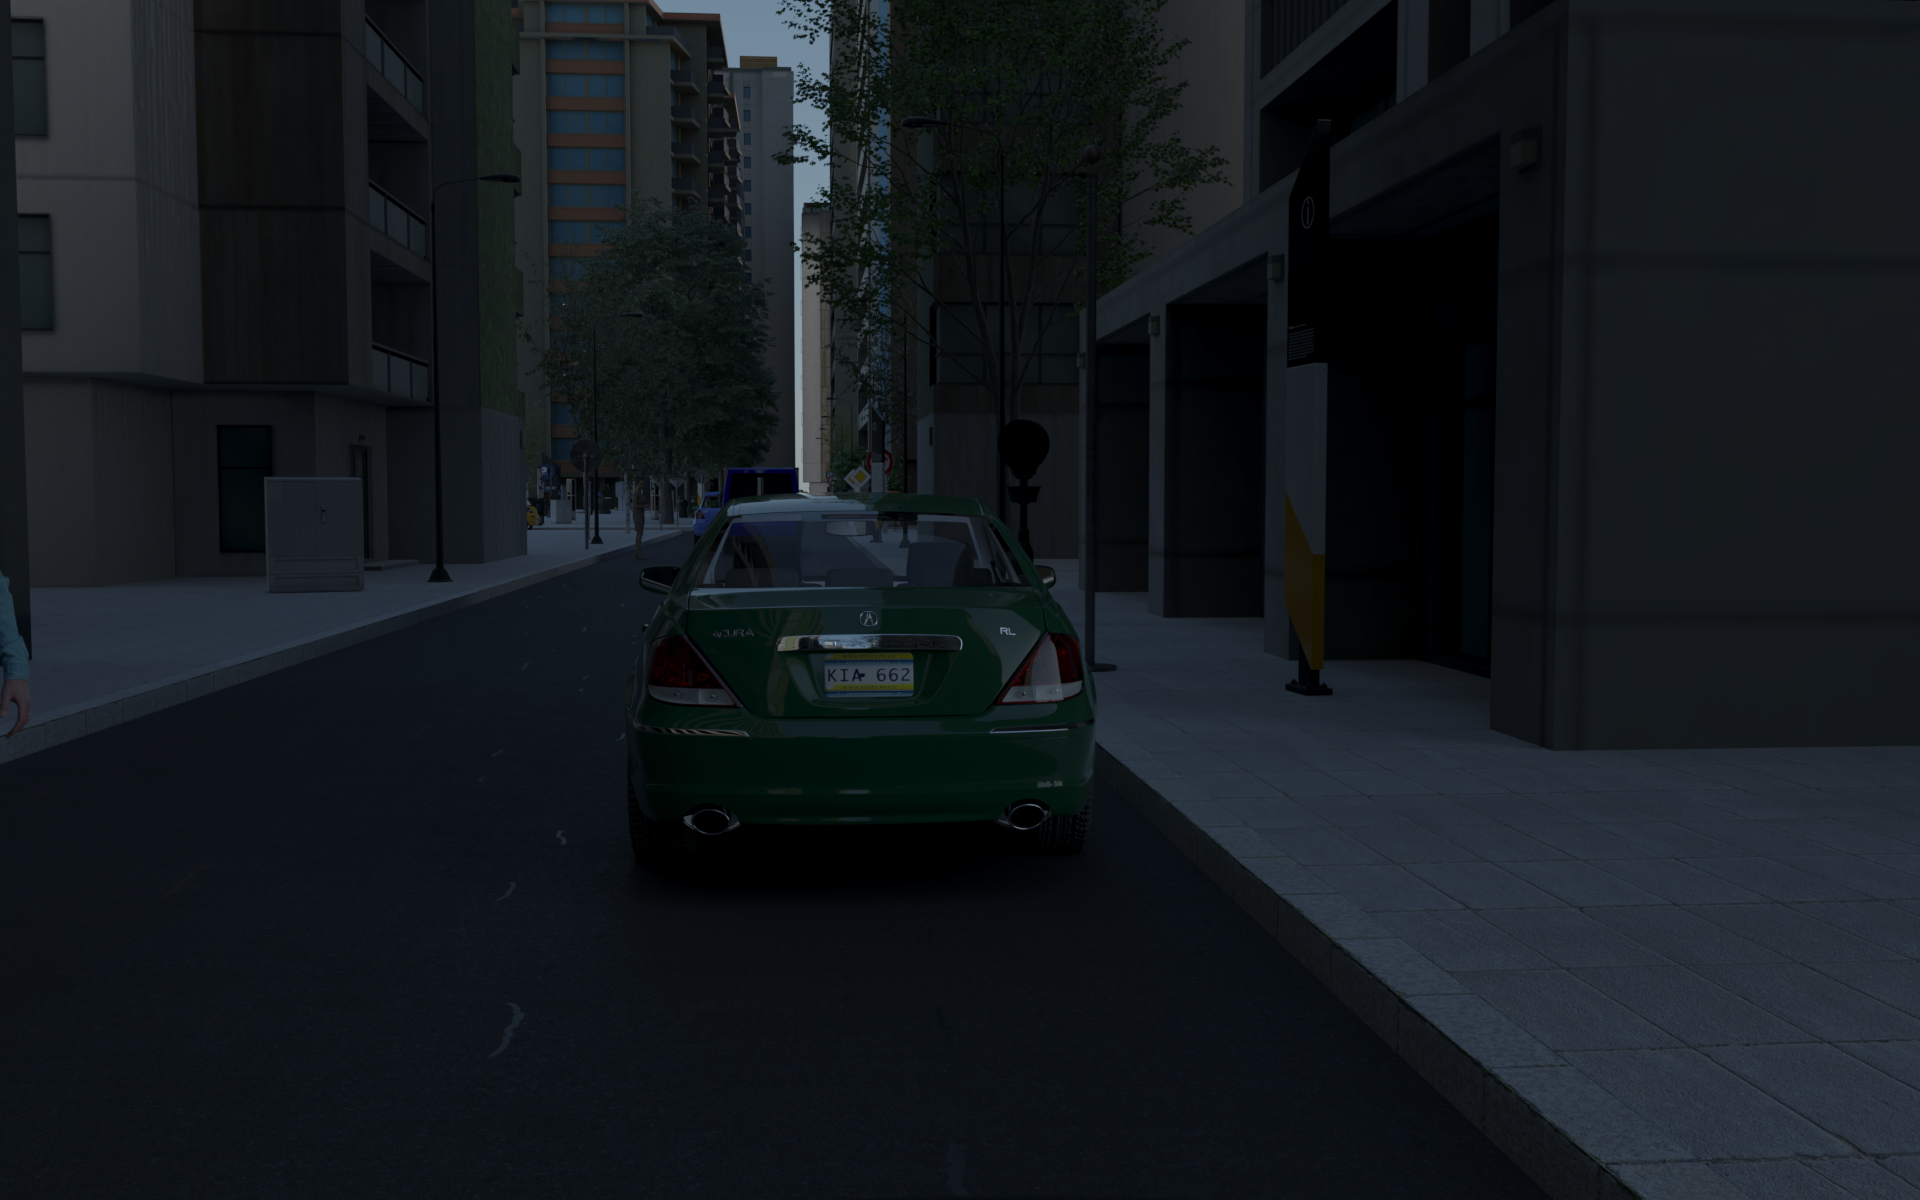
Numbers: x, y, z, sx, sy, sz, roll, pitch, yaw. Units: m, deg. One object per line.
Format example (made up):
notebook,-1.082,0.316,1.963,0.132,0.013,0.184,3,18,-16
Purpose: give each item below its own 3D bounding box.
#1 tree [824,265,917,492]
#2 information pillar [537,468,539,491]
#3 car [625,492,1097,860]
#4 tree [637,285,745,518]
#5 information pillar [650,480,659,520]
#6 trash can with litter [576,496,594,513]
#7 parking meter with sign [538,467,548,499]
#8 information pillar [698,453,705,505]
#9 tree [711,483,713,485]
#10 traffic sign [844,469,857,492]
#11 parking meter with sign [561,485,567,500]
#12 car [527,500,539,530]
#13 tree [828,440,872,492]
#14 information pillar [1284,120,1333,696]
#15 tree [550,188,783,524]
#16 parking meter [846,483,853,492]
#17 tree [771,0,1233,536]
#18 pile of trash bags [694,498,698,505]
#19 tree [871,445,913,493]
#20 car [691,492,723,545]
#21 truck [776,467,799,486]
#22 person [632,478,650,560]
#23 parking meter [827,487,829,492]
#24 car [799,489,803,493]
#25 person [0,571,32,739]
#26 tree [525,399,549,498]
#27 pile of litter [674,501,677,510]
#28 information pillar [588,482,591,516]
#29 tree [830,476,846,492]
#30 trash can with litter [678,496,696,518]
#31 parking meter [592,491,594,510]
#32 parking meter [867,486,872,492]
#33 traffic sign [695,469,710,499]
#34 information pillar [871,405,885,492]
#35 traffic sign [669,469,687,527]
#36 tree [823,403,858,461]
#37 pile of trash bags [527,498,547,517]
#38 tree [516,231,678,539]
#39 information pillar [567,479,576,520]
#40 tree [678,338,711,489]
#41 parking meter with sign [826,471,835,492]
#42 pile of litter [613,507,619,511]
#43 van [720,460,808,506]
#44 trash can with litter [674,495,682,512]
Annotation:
tree,-2.197,-6.466,56.089,4.360,8.622,3.978,0,3,0
information pillar,-33.401,-8.952,137.724,0.504,3.616,0.183,2,4,35
car,-0.512,0.215,8.279,2.131,1.459,4.920,0,4,-5
tree,-15.060,-10.765,94.140,7.486,12.596,7.792,0,3,0
information pillar,-15.011,-4.938,85.220,0.304,2.012,0.304,3,4,37
trash can with litter,-25.376,-6.457,116.626,2.233,1.210,1.678,2,4,31
parking meter with sign,-26.579,-6.958,110.022,0.543,3.016,1.738,0,4,-4
information pillar,-13.292,-5.975,89.041,0.504,3.616,0.183,3,5,42
tree,-16.347,-9.671,108.485,4.360,8.622,3.978,0,3,0
traffic sign,-4.234,-3.991,68.893,0.795,2.450,0.064,0,4,-5
parking meter with sign,-32.472,-8.885,141.525,0.543,3.016,1.738,1,4,16
car,-17.870,-3.350,65.003,3.980,1.641,2.015,0,4,-4
tree,-6.421,-7.470,105.853,4.285,4.588,4.351,0,3,0
information pillar,2.236,-1.211,11.154,0.183,3.616,0.504,-1,4,-11
tree,-12.469,-10.225,73.841,9.857,13.997,8.962,0,3,0
parking meter,-5.031,-4.499,79.265,0.399,1.863,0.255,0,4,-1
tree,0.750,-6.291,28.612,9.928,11.665,9.643,0,3,0
pile of trash bags,-18.706,-7.437,131.352,1.912,1.369,3.447,3,5,42
tree,-2.508,-4.520,68.501,1.663,3.219,1.824,0,3,0
car,-6.680,-2.428,49.290,1.945,1.707,3.694,0,4,-6
truck,-18.745,-12.128,187.205,2.839,4.237,11.283,0,4,-7
person,-7.010,-1.788,38.076,0.374,1.781,0.599,0,4,5
parking meter,-10.171,-7.867,134.333,0.255,1.863,0.399,-1,4,-9
car,-12.921,-7.718,134.864,2.281,1.827,5.304,0,4,-6
person,-2.804,0.233,4.547,0.638,1.841,0.748,-3,4,-38
tree,-32.232,-10.870,128.094,4.737,8.622,4.395,0,3,0
pile of litter,-22.804,-7.719,140.162,1.719,0.858,1.176,0,4,4
information pillar,-21.976,-5.979,102.255,0.304,2.012,0.304,-1,4,-13
tree,-7.833,-7.323,114.329,1.663,3.219,1.824,0,3,0
trash can with litter,-16.268,-5.612,103.139,1.055,1.170,0.624,0,4,8
parking meter,-26.572,-7.120,124.827,0.372,1.533,0.369,0,3,0
parking meter,-2.743,-2.816,54.460,0.372,1.533,0.369,0,3,0
traffic sign,-13.034,-5.353,87.627,0.768,2.556,0.104,0,4,0
information pillar,-2.165,-3.322,45.661,0.183,3.616,0.504,-3,5,-40
traffic sign,-11.151,-3.953,68.277,0.795,2.450,0.064,0,4,-5
tree,-9.091,-11.510,138.553,4.737,8.622,4.395,0,3,0
pile of trash bags,-24.993,-5.388,97.840,1.912,1.369,3.447,2,4,33
tree,-10.450,-6.007,48.577,4.360,8.622,3.978,0,3,0
information pillar,-18.934,-4.884,84.341,0.304,2.012,0.304,2,4,30
tree,-10.671,-6.448,55.784,4.360,8.622,3.978,0,3,0
parking meter with sign,-9.678,-8.340,132.626,0.543,3.016,1.738,-2,4,-26
pile of litter,-26.527,-7.410,135.119,1.176,0.858,1.719,2,4,34
van,-4.858,-2.345,42.733,2.240,2.365,5.245,0,4,-6
trash can with litter,-20.560,-7.110,127.312,1.678,1.210,2.233,-2,4,-26
